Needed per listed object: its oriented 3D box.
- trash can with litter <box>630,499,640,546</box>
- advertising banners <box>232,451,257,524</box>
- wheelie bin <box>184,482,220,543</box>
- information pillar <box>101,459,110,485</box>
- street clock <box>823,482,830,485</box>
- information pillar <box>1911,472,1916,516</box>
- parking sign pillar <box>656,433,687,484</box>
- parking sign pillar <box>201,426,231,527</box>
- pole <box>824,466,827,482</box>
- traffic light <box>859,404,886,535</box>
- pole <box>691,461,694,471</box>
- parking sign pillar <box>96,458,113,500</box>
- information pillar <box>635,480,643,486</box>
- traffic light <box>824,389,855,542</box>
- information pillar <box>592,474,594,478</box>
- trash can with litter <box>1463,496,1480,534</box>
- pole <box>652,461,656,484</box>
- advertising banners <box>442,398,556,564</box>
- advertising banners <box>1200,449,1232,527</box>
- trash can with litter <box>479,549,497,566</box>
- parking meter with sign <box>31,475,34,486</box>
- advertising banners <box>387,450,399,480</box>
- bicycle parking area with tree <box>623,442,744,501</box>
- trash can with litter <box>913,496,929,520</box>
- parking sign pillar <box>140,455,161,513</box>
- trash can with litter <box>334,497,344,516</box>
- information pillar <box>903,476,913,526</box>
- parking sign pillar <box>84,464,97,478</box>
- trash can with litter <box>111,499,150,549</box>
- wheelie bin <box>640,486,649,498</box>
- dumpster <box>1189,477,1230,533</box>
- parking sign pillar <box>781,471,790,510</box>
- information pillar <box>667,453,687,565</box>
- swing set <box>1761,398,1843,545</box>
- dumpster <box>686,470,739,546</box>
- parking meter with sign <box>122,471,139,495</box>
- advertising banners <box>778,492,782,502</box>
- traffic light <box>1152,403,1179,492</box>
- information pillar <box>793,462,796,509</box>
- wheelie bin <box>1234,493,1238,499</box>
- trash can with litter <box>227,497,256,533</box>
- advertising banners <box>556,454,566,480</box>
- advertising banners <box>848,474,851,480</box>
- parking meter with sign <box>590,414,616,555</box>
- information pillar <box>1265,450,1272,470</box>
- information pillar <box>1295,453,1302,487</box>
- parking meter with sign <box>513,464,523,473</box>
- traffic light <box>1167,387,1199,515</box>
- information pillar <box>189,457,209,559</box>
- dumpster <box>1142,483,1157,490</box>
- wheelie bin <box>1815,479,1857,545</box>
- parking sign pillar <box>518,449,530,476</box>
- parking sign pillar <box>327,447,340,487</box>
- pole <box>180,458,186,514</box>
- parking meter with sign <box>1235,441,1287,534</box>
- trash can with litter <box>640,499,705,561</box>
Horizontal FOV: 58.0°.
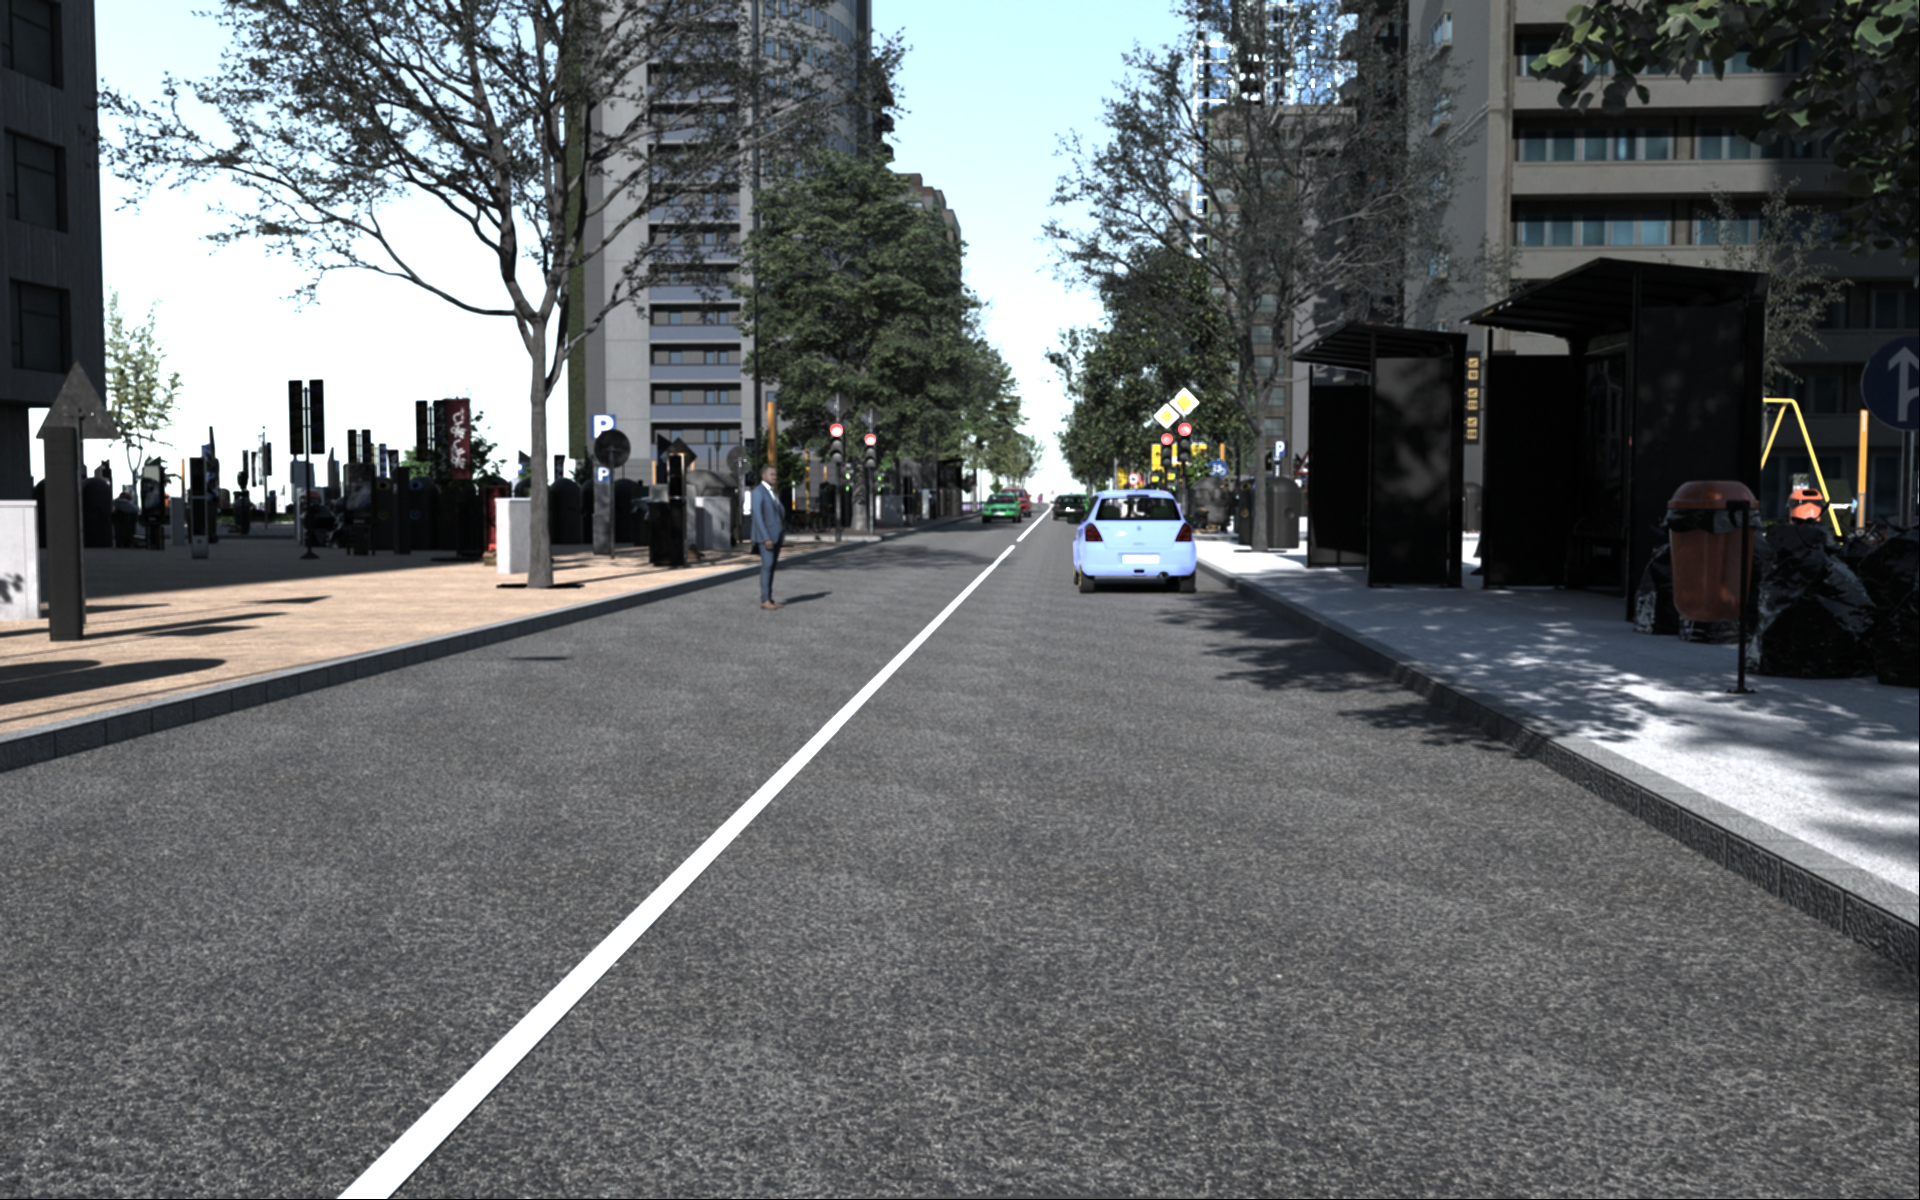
[{"bbox_3d":[-7.508,-1.882,42.153,1.055,1.170,0.624,2,4,31],"label":"trash can with litter"},{"bbox_3d":[-28.846,-4.511,69.948,0.090,3.025,2.074,0,4,5],"label":"advertising banners"},{"bbox_3d":[-19.707,-2.269,45.008,0.980,1.594,0.693,2,4,32],"label":"wheelie bin"},{"bbox_3d":[-56.844,-7.575,115.202,0.504,3.616,0.183,-3,5,-43],"label":"information pillar"},{"bbox_3d":[-7.973,-6.022,103.030,0.471,2.002,0.358,-3,4,-36],"label":"street clock"},{"bbox_3d":[31.324,-3.220,57.135,0.304,2.012,0.304,2,4,25],"label":"information pillar"},{"bbox_3d":[-12.721,-5.381,76.456,1.447,3.967,1.447,0,4,2],"label":"parking sign pillar"},{"bbox_3d":[-29.353,-4.847,67.727,1.447,3.967,1.447,-2,4,-26],"label":"parking sign pillar"},{"bbox_3d":[-9.889,-8.177,127.539,0.158,3.312,0.155,0,3,0],"label":"pole"},{"bbox_3d":[-2.762,-4.000,54.328,0.839,4.253,0.868,0,4,3],"label":"traffic light"},{"bbox_3d":[-15.501,-6.520,100.452,0.158,3.312,0.155,0,3,0],"label":"pole"},{"bbox_3d":[-64.978,-8.741,131.393,1.447,3.967,1.447,1,4,11],"label":"parking sign pillar"},{"bbox_3d":[-16.692,-5.235,90.092,0.304,2.012,0.304,-3,5,-41],"label":"information pillar"},{"bbox_3d":[-3.245,-3.513,46.358,0.839,4.253,0.868,0,4,3],"label":"traffic light"},{"bbox_3d":[-13.170,-3.580,63.020,0.304,2.012,0.304,1,4,21],"label":"information pillar"},{"bbox_3d":[16.405,-2.746,55.954,1.678,1.210,2.233,-2,4,-30],"label":"trash can with litter"},{"bbox_3d":[-18.864,-6.911,106.838,0.158,3.312,0.155,0,3,0],"label":"pole"},{"bbox_3d":[-8.418,-2.162,31.539,2.074,3.025,0.090,1,4,9],"label":"advertising banners"},{"bbox_3d":[10.022,-4.384,67.872,0.090,3.025,2.074,3,5,44],"label":"advertising banners"},{"bbox_3d":[-8.079,-1.196,30.948,1.055,1.170,0.624,0,4,7],"label":"trash can with litter"},{"bbox_3d":[-37.529,-4.481,69.522,1.738,3.016,0.543,-2,4,-26],"label":"parking meter with sign"},{"bbox_3d":[-21.322,-4.352,67.340,2.074,3.025,0.090,1,4,12],"label":"advertising banners"},{"bbox_3d":[-16.051,-6.653,95.783,8.231,4.147,9.016,1,4,10],"label":"bicycle parking area with tree"},{"bbox_3d":[-2.327,-4.532,85.153,1.678,1.210,2.233,-1,4,-17],"label":"trash can with litter"},{"bbox_3d":[-56.041,-8.044,119.991,1.447,3.967,1.447,3,5,45],"label":"parking sign pillar"},{"bbox_3d":[-23.747,-3.364,66.393,0.624,1.170,1.055,0,4,6],"label":"trash can with litter"},{"bbox_3d":[-2.134,-4.048,70.683,0.304,2.012,0.304,2,4,27],"label":"information pillar"},{"bbox_3d":[-57.201,-7.562,112.107,1.447,3.967,1.447,0,4,3],"label":"parking sign pillar"},{"bbox_3d":[-19.620,-1.817,41.095,1.055,1.170,0.624,2,4,31],"label":"trash can with litter"},{"bbox_3d":[-12.557,-3.734,68.959,0.980,1.594,0.693,-1,4,-16],"label":"wheelie bin"},{"bbox_3d":[8.384,-3.199,58.054,1.264,1.857,1.865,0,4,3],"label":"dumpster"},{"bbox_3d":[-9.186,-6.014,86.800,1.447,3.967,1.447,-3,4,-36],"label":"parking sign pillar"},{"bbox_3d":[-5.125,-1.644,31.378,0.304,2.012,0.304,0,4,-1],"label":"information pillar"},{"bbox_3d":[12.438,-1.870,28.191,3.119,2.851,2.862,-1,4,-18],"label":"swing set"},{"bbox_3d":[-6.143,-2.217,42.012,1.264,1.857,1.865,0,4,3],"label":"dumpster"},{"bbox_3d":[-63.997,-8.371,133.134,1.738,3.016,0.543,1,4,15],"label":"parking meter with sign"},{"bbox_3d":[-4.968,-3.081,46.561,0.090,3.025,2.074,-1,4,-13],"label":"advertising banners"},{"bbox_3d":[6.384,-3.968,53.791,0.839,4.253,0.868,0,4,3],"label":"traffic light"},{"bbox_3d":[-9.954,-6.900,104.172,0.183,3.616,0.504,1,4,10],"label":"information pillar"},{"bbox_3d":[15.457,-5.354,95.438,0.693,1.594,0.980,1,4,9],"label":"wheelie bin"},{"bbox_3d":[-24.115,-2.855,58.069,0.624,1.170,1.055,0,4,1],"label":"trash can with litter"},{"bbox_3d":[-18.398,-4.899,76.282,2.074,3.025,0.090,-1,4,-17],"label":"advertising banners"},{"bbox_3d":[-8.068,-7.203,113.963,2.074,3.025,0.090,1,4,20],"label":"advertising banners"},{"bbox_3d":[-7.658,-2.501,37.150,0.543,3.016,1.738,-1,4,-10],"label":"parking meter with sign"},{"bbox_3d":[16.402,-6.173,92.282,0.504,3.616,0.183,-2,4,-24],"label":"information pillar"},{"bbox_3d":[19.311,-6.579,98.919,0.504,3.616,0.183,-3,5,-41],"label":"information pillar"},{"bbox_3d":[-25.369,-6.370,100.408,0.543,3.016,1.738,0,4,2],"label":"parking meter with sign"},{"bbox_3d":[5.900,-3.480,45.821,0.839,4.253,0.868,0,4,3],"label":"traffic light"},{"bbox_3d":[-15.155,-1.835,34.487,0.304,2.012,0.304,-1,4,-21],"label":"information pillar"},{"bbox_3d":[9.666,-4.909,86.021,1.264,1.857,1.865,0,4,3],"label":"dumpster"},{"bbox_3d":[18.363,-1.754,36.586,0.980,1.594,0.693,0,4,6],"label":"wheelie bin"},{"bbox_3d":[-25.906,-7.093,104.439,1.447,3.967,1.447,-2,4,-31],"label":"parking sign pillar"},{"bbox_3d":[-35.805,-6.759,98.989,1.447,3.967,1.447,-2,4,-31],"label":"parking sign pillar"},{"bbox_3d":[-43.831,-6.354,97.729,0.158,3.312,0.155,0,3,0],"label":"pole"},{"bbox_3d":[9.750,-3.667,56.224,1.738,3.016,0.543,-2,4,-28],"label":"parking meter with sign"},{"bbox_3d":[-5.498,-1.347,33.411,1.055,1.170,0.624,-3,5,-41],"label":"trash can with litter"}]
